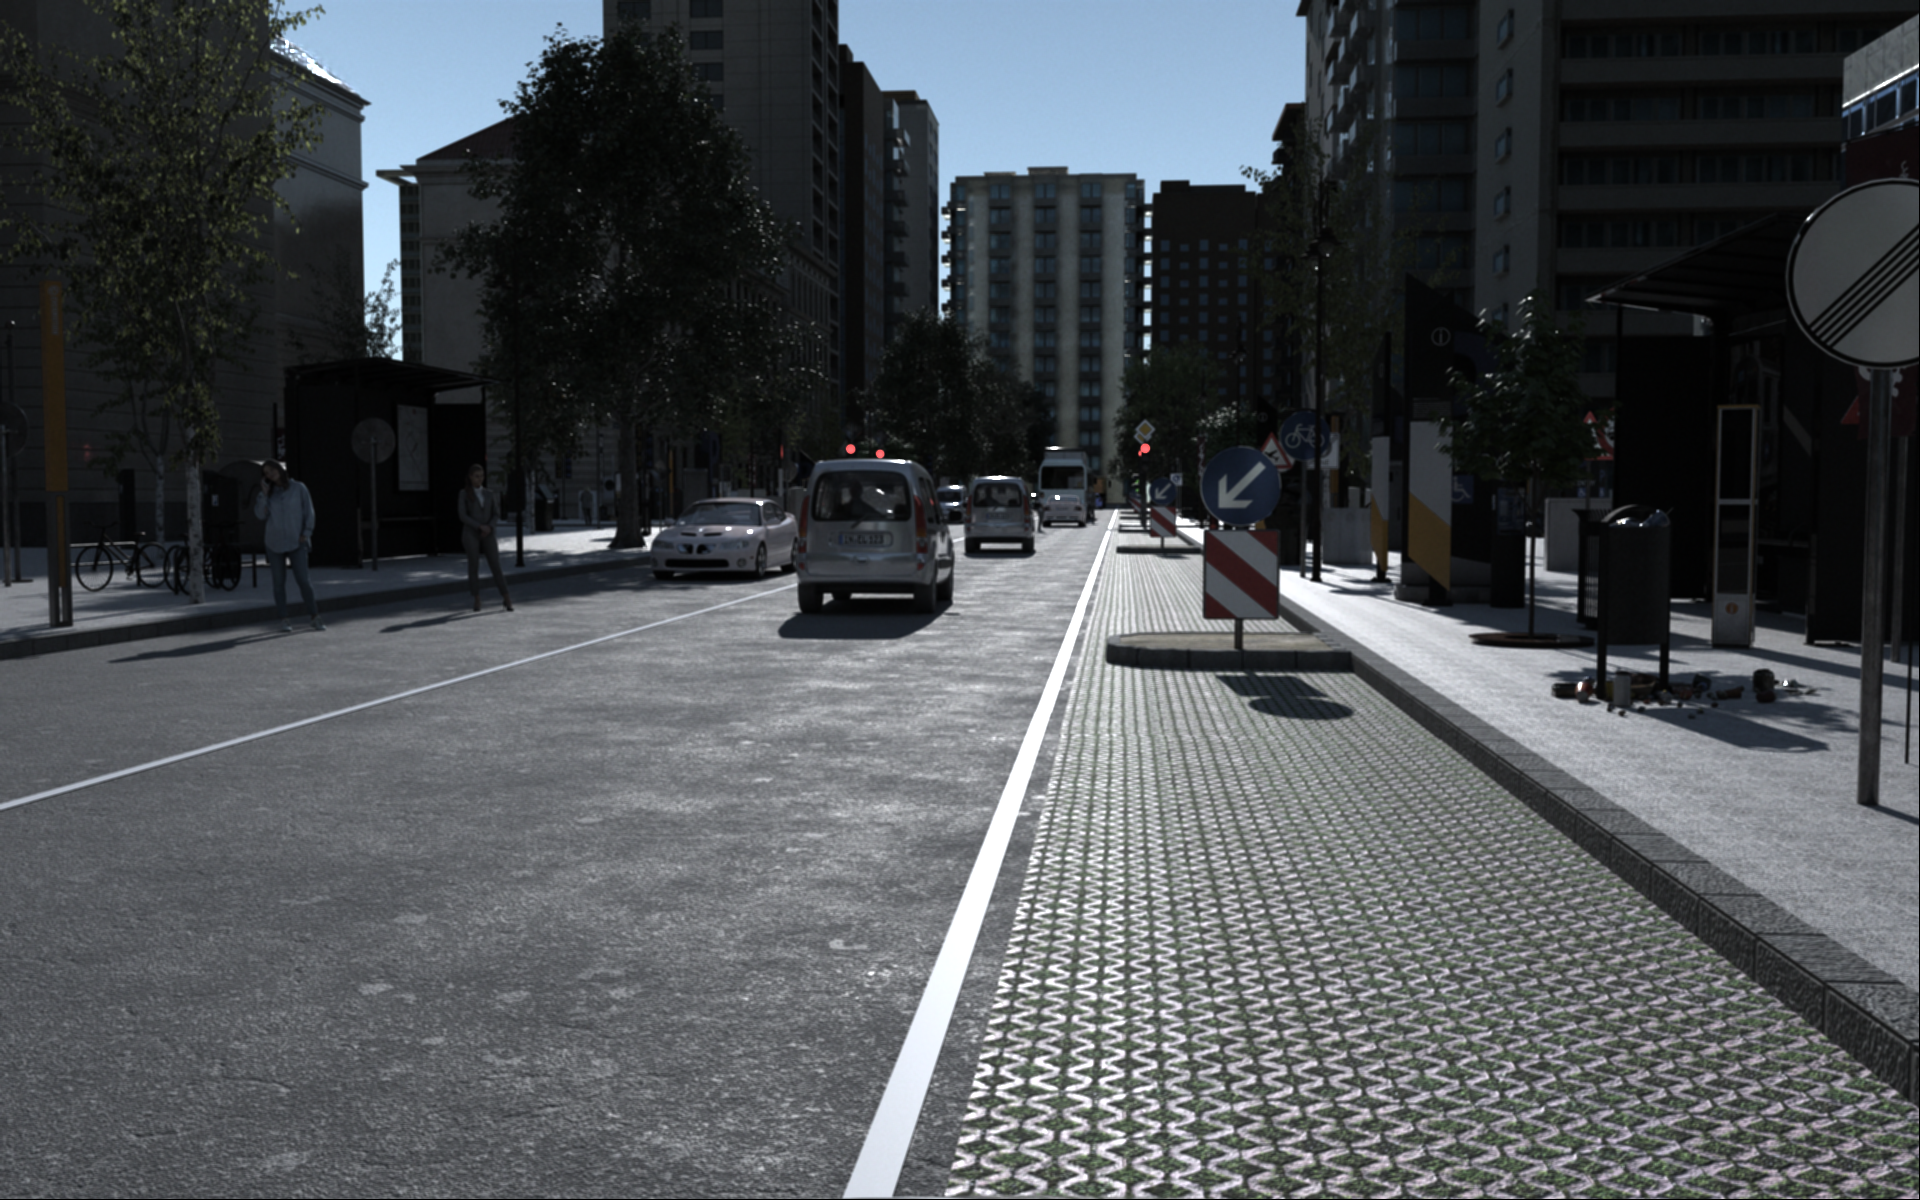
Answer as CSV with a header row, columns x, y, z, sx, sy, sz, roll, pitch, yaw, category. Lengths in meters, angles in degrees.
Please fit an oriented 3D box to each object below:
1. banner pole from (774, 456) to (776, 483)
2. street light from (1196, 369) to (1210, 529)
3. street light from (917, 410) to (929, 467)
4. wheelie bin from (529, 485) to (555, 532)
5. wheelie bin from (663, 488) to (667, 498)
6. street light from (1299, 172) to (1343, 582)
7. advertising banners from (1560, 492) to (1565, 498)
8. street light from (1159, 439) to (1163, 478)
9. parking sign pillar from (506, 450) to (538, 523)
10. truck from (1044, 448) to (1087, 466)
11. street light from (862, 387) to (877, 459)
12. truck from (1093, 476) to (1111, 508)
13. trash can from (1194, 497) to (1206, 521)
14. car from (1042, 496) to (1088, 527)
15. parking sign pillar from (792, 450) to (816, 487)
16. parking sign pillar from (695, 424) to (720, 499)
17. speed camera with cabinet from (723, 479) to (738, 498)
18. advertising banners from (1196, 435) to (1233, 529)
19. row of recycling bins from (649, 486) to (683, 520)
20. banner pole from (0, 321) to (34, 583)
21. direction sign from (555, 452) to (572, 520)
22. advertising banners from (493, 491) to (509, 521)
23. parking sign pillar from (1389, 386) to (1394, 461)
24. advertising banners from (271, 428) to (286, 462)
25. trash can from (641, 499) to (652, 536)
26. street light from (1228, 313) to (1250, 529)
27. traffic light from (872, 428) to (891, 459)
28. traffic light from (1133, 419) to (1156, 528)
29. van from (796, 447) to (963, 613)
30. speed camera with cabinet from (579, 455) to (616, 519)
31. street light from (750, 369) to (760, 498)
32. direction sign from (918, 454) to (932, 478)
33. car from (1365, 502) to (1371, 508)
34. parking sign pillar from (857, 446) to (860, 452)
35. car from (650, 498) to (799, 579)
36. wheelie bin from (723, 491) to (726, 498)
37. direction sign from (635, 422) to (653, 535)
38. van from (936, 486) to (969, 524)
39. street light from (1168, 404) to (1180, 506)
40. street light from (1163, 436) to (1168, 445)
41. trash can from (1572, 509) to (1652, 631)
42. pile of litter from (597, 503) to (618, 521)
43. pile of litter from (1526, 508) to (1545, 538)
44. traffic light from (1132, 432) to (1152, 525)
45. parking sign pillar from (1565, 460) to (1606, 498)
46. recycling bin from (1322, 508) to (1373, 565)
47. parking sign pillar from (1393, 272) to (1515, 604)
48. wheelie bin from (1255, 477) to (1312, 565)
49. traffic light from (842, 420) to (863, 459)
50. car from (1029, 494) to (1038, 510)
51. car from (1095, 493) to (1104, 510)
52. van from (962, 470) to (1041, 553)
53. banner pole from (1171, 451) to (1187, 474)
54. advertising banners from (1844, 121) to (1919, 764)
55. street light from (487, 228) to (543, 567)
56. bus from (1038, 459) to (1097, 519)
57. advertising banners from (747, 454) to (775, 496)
x,y,z,sx,sy,sz,roll,pitch,yaw,category
-12.108,-7.541,113.313,0.401,3.779,0.863,0,4,-4,banner pole
8.945,-5.574,63.918,0.468,5.910,1.993,0,4,5,street light
-1.985,-7.346,92.900,0.468,5.910,1.993,0,4,5,street light
-14.398,-3.160,59.571,0.693,1.594,0.980,1,4,11,wheelie bin
-15.916,-5.118,91.595,0.980,1.594,0.693,-1,4,-18,wheelie bin
5.233,-3.210,25.272,0.468,5.910,1.993,0,4,5,street light
28.573,-5.226,81.634,2.074,3.025,0.090,3,5,39,advertising banners
14.887,-9.487,127.896,0.468,5.910,1.993,0,4,5,street light
-19.573,-5.444,77.477,1.447,3.967,1.447,0,4,-7,parking sign pillar
6.872,-7.477,111.158,2.839,4.237,11.283,0,4,5,truck
-3.836,-6.185,73.912,0.468,5.910,1.993,0,4,5,street light
14.222,-11.488,183.754,3.469,3.379,9.791,0,4,6,truck
11.672,-4.418,83.884,0.748,1.137,0.748,0,3,0,trash can
4.649,-3.962,77.145,2.083,1.381,4.827,0,4,5,car
-9.308,-7.151,105.386,1.447,3.967,1.447,2,4,35,parking sign pillar
-7.803,-3.978,53.506,1.447,3.967,1.447,0,4,8,parking sign pillar
-11.888,-5.862,90.173,0.660,3.252,2.038,-3,5,-44,speed camera with cabinet
7.543,-3.368,51.251,0.090,3.025,2.074,-2,4,-24,advertising banners
-14.677,-4.848,86.380,3.534,1.692,1.069,-2,4,-26,row of recycling bins
-13.820,-2.135,24.920,0.401,3.779,0.863,2,4,24,banner pole
-19.734,-5.764,86.233,0.876,3.537,0.379,1,4,16,direction sign
-22.735,-5.353,83.706,2.074,3.025,0.090,-1,4,-10,advertising banners
11.269,-3.362,43.446,1.447,3.967,1.447,-3,5,-40,parking sign pillar
-18.649,-3.029,45.716,2.074,3.025,0.090,0,4,2,advertising banners
-9.781,-2.535,53.096,0.748,1.137,0.748,0,3,0,trash can
7.108,-4.373,44.286,0.468,5.910,1.993,0,4,5,street light
-3.332,-5.180,73.619,0.839,4.253,0.868,0,4,5,traffic light
6.888,-4.633,64.662,0.839,4.253,0.868,0,4,5,traffic light
-1.013,-0.930,22.212,2.013,2.044,4.112,0,4,4,van
-18.340,-5.733,88.063,2.038,3.252,0.660,1,4,13,speed camera with cabinet
-5.974,-4.704,49.692,0.468,5.910,1.993,0,4,5,street light
-1.962,-6.447,97.405,0.876,3.537,0.379,-2,4,-25,direction sign
16.489,-3.347,67.298,3.894,1.354,1.945,0,4,5,car
-5.891,-6.482,94.458,1.447,3.967,1.447,2,4,29,parking sign pillar
-4.078,-1.122,30.703,2.083,1.381,4.827,0,4,6,car
-11.902,-4.733,85.297,0.693,1.594,0.980,-1,4,-18,wheelie bin
-9.917,-3.818,54.420,0.876,3.537,0.379,3,5,43,direction sign
-0.491,-4.731,84.366,2.013,2.044,4.112,0,4,7,van
11.011,-7.080,88.553,0.468,5.910,1.993,0,4,5,street light
13.111,-8.282,108.199,0.468,5.910,1.993,0,4,5,street light
6.167,-0.289,16.380,0.748,1.137,0.748,0,3,0,trash can
-16.787,-4.202,82.666,1.176,0.858,1.719,0,4,6,pile of litter
17.475,-2.291,51.424,1.719,0.858,1.176,-2,4,-34,pile of litter
7.633,-5.119,72.613,0.839,4.253,0.868,0,4,5,traffic light
22.010,-4.433,60.956,1.447,3.967,1.447,-3,5,-39,parking sign pillar
7.115,-1.176,31.786,0.722,1.027,0.722,2,4,34,recycling bin
5.999,-1.980,20.845,1.447,3.967,1.447,1,4,14,parking sign pillar
5.942,-1.433,31.339,0.980,1.594,0.693,-3,4,-37,wheelie bin
-4.077,-4.694,65.669,0.839,4.253,0.868,0,4,5,traffic light
6.254,-7.867,140.422,2.131,1.459,4.920,0,4,4,car
12.296,-9.195,159.921,1.945,1.707,3.694,0,4,5,car
1.024,-2.237,43.594,2.013,2.044,4.112,0,4,4,van
12.818,-6.746,100.309,0.863,3.779,0.401,0,4,2,banner pole
4.642,-0.702,7.658,0.090,3.025,2.074,-1,4,-14,advertising banners
-7.770,-3.524,30.409,0.468,5.910,1.993,0,4,5,street light
6.112,-6.309,98.011,2.948,3.499,13.247,0,4,6,bus
-8.491,-4.893,76.188,2.074,3.025,0.090,-3,4,-38,advertising banners
